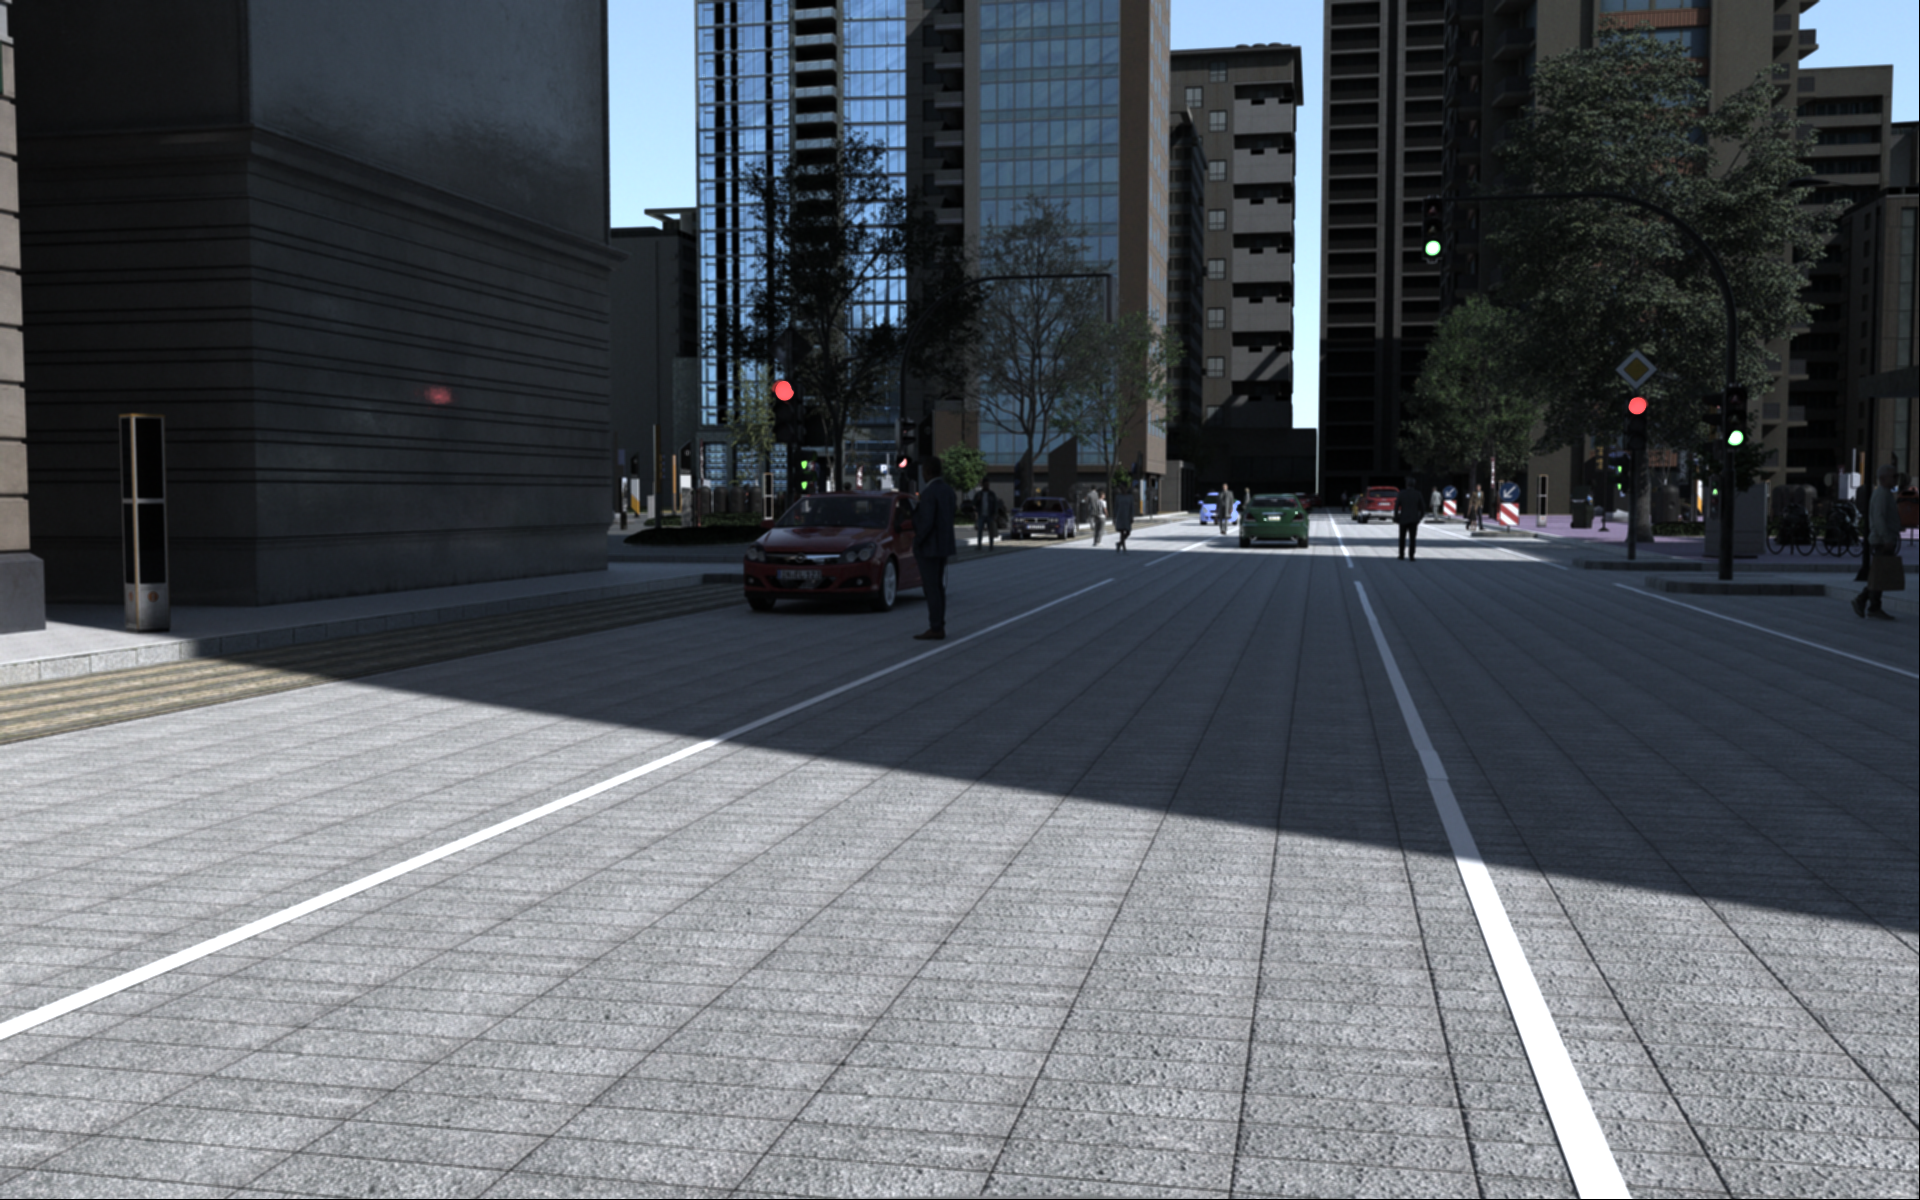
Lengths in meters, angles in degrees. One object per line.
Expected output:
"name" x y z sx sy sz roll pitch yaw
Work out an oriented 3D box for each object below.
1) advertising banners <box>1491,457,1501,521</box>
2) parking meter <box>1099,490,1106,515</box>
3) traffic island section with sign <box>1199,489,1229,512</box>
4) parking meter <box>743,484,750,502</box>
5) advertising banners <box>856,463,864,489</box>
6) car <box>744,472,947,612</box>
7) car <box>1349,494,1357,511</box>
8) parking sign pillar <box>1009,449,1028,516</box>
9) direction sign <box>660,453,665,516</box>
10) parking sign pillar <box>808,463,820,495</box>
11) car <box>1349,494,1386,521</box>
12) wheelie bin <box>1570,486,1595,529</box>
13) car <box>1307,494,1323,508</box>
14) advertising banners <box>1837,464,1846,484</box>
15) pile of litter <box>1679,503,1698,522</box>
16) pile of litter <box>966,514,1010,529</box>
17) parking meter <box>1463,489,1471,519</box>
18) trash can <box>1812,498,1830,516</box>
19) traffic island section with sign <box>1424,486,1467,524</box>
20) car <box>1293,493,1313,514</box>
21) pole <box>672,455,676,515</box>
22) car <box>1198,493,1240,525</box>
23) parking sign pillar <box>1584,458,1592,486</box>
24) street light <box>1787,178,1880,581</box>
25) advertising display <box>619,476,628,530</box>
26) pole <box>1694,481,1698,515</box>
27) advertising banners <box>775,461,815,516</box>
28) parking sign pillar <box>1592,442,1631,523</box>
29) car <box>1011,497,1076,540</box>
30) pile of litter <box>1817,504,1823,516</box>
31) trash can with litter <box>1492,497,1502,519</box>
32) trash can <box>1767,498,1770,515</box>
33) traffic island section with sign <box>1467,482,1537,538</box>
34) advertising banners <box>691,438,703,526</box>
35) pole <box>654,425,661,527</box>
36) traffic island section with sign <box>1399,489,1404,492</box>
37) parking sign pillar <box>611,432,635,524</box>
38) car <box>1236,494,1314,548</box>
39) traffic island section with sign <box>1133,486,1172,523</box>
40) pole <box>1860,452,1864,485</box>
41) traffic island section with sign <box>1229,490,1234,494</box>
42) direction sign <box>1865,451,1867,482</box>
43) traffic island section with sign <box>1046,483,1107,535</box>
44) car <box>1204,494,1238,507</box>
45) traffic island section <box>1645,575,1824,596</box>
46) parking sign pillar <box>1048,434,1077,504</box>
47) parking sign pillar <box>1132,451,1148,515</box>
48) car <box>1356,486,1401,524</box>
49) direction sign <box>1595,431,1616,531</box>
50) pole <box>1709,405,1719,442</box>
"advertising banners" 25.472 -5.242 81.888 0.090 3.025 2.074 3 5 39
"parking meter" 8.063 -5.470 97.853 0.372 1.533 0.369 0 3 0
"traffic island section with sign" 19.892 -7.809 136.309 1.989 1.847 2.006 1 4 12
"parking meter" -12.647 -5.926 102.602 0.255 1.863 0.399 -3 4 -37
"advertising banners" -6.349 -6.271 98.717 2.074 3.025 0.090 -2 4 -34
"car" -1.418 -0.827 22.558 2.155 1.783 4.494 1 4 13
"car" 34.860 -8.690 150.870 1.959 1.807 4.718 1 4 14
"parking sign pillar" 3.651 -6.966 102.360 1.447 3.967 1.447 2 4 27
"direction sign" -16.329 -6.294 94.907 0.379 3.537 0.876 0 4 8
"parking sign pillar" -9.090 -7.292 107.692 1.447 3.967 1.447 1 4 11
"car" 22.259 -5.143 94.307 2.015 1.641 3.980 1 4 10
"wheelie bin" 23.245 -3.474 64.715 0.693 1.594 0.980 -3 5 -40
"car" 35.918 -10.238 176.435 2.155 1.783 4.494 1 4 11
"advertising banners" 52.039 -6.407 100.938 0.090 3.025 2.074 -2 4 -29
"pile of litter" 33.579 -4.078 80.634 1.719 0.858 1.176 0 4 -7
"pile of litter" 1.026 -3.036 63.604 1.719 0.858 1.176 0 4 -5
"parking meter" 26.400 -4.998 90.131 0.372 1.533 0.369 0 3 0
"trash can" 34.747 -3.564 69.920 0.748 1.137 0.748 0 3 0
"traffic island section with sign" 23.655 -4.625 84.240 1.989 1.847 2.006 1 4 12
"car" 24.193 -7.032 124.006 2.155 1.783 4.494 1 4 10
"pole" -14.941 -5.910 90.468 0.158 3.312 0.155 0 3 0
"car" 12.066 -4.340 80.550 1.945 1.707 3.694 1 4 10
"parking sign pillar" 36.947 -6.857 100.576 1.447 3.967 1.447 3 4 36
"street light" 12.865 -3.241 25.539 1.470 5.913 1.316 1 4 12
"advertising display" -12.134 -3.500 62.431 0.123 1.923 0.974 0 4 1
"pole" 39.671 -6.085 93.326 0.158 3.312 0.155 0 3 0
"advertising banners" -6.713 -4.560 70.748 2.074 3.025 0.090 2 4 32
"parking sign pillar" 29.938 -5.518 78.698 1.447 3.967 1.447 -2 4 -35
"car" 2.654 -2.586 54.855 1.945 1.354 3.894 1 4 10
"pile of litter" 39.815 -4.071 80.528 1.176 0.858 1.719 -2 4 -30
"trash can with litter" 27.232 -4.620 86.931 1.055 1.170 0.624 1 4 21
"trash can" 33.349 -3.700 72.143 0.748 1.137 0.748 0 3 0
"traffic island section with sign" 18.152 -3.011 57.850 1.989 1.847 2.006 1 4 12
"advertising banners" -8.155 -3.528 53.878 0.090 3.025 2.074 0 4 2
"pole" -8.912 -3.498 51.030 0.158 3.312 0.155 0 3 0
"traffic island section with sign" 33.964 -7.645 133.627 1.989 1.847 2.006 1 4 12
"parking sign pillar" -14.924 -5.320 75.460 1.447 3.967 1.447 -1 4 -19
"car" 8.608 -2.180 47.446 2.131 1.459 4.920 1 4 10
"traffic island section with sign" 9.661 -4.809 87.254 1.989 1.847 2.006 1 4 12
"pole" 43.774 -5.522 84.130 0.158 3.312 0.155 0 3 0
"traffic island section with sign" 25.533 -9.463 163.341 1.989 1.847 2.006 1 4 12
"direction sign" 47.423 -6.037 90.694 0.379 3.537 0.876 1 4 22
"traffic island section with sign" 4.132 -3.189 60.774 1.989 1.847 2.006 1 4 12
"car" 15.390 -5.704 102.062 1.959 1.807 4.718 1 4 13
"traffic island section" 11.481 -0.225 25.953 2.009 0.180 2.903 1 4 12
"parking sign pillar" 4.618 -5.472 77.946 1.447 3.967 1.447 0 4 4
"parking sign pillar" 10.903 -7.256 107.103 1.447 3.967 1.447 1 4 11
"car" 20.561 -4.647 84.653 2.281 1.827 5.304 1 4 10
"direction sign" 22.219 -4.139 59.665 0.876 3.537 0.379 -1 4 -22
"pole" 16.593 -2.710 38.149 0.158 3.312 0.155 0 3 0
